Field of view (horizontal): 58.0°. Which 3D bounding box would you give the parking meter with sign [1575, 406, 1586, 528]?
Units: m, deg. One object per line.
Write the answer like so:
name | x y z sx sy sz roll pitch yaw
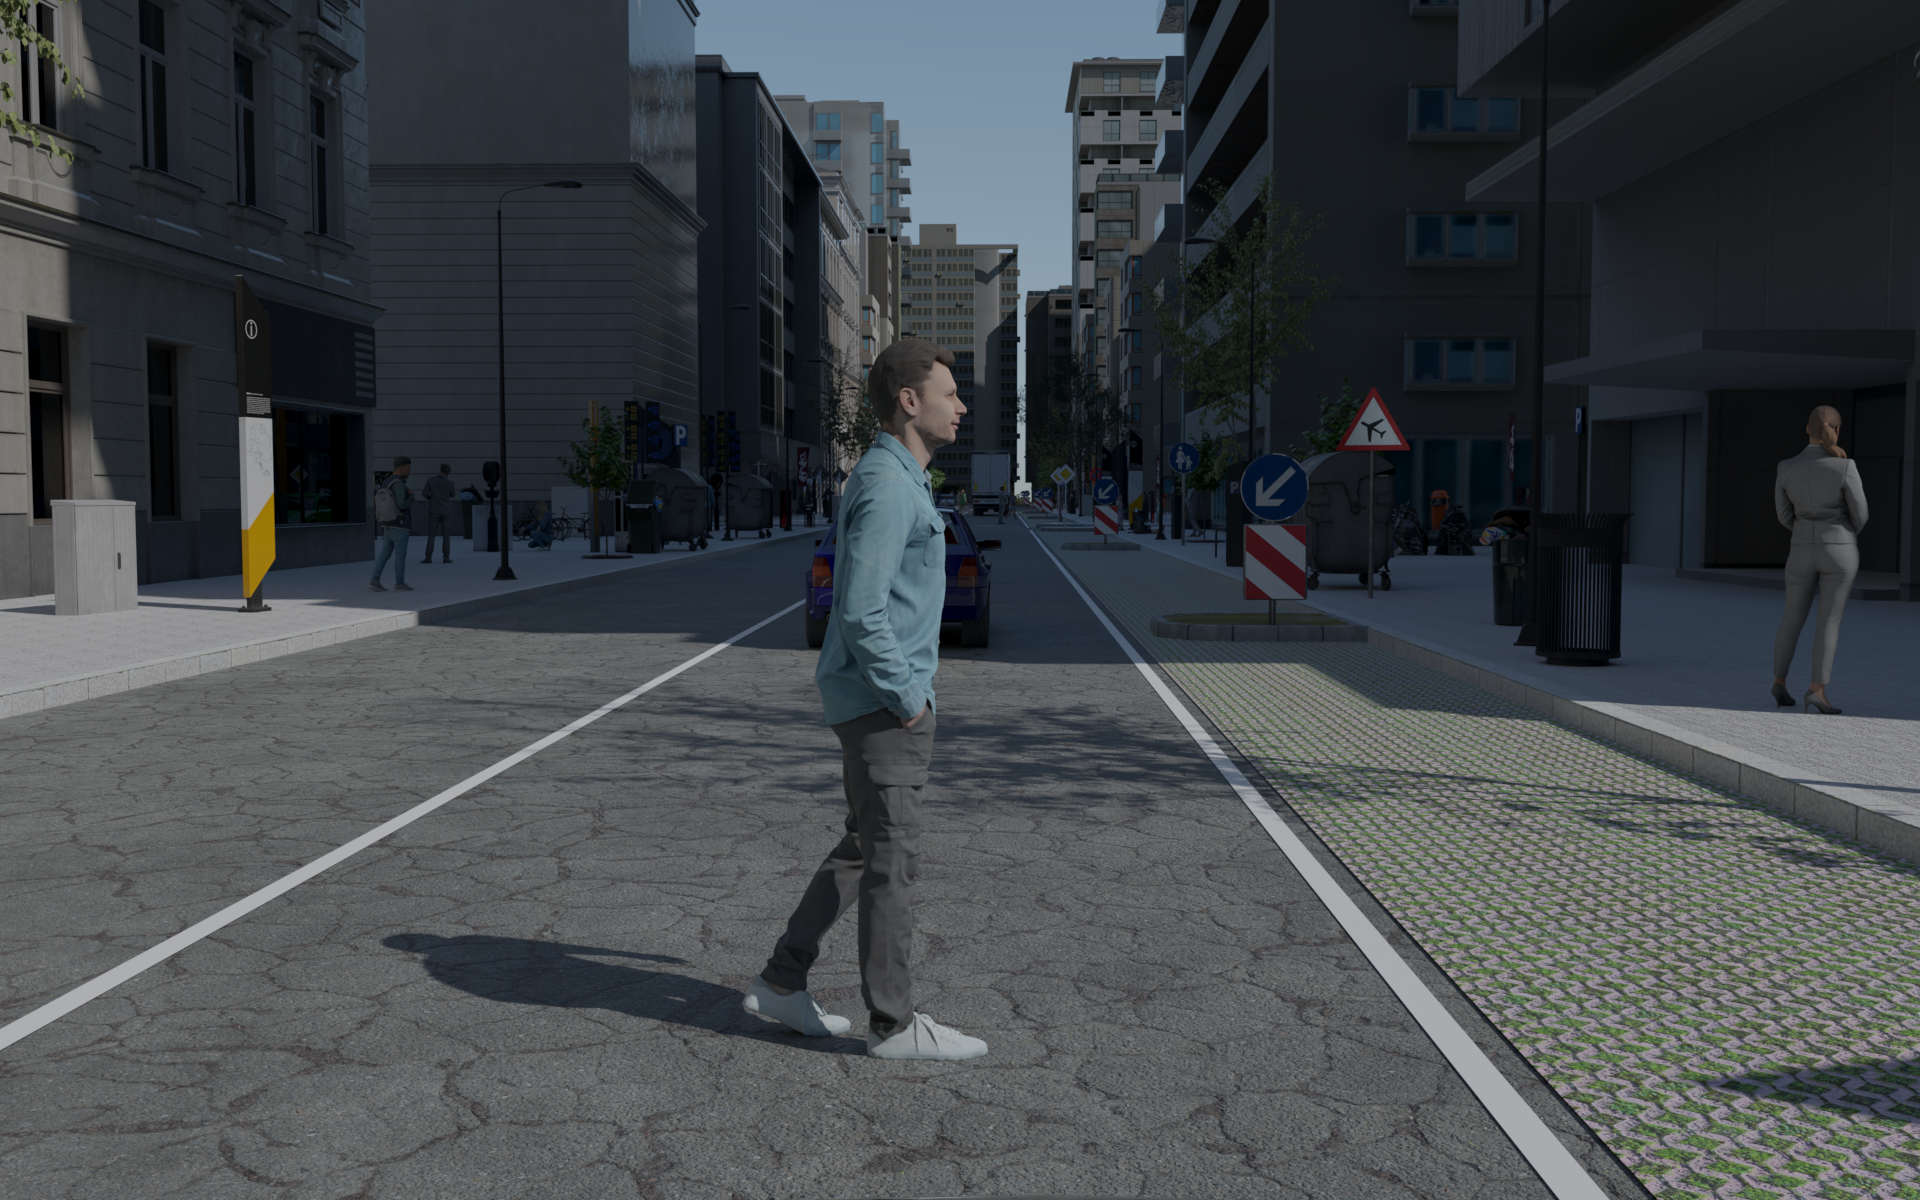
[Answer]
parking meter with sign | 13.141 -2.331 34.373 1.738 3.016 0.543 0 4 6

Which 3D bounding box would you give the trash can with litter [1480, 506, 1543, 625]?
trash can with litter | 5.491 -0.354 17.170 0.624 1.170 1.055 1 4 19

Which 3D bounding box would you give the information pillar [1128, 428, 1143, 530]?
information pillar | 6.247 -4.301 61.682 0.504 3.616 0.183 0 4 -8

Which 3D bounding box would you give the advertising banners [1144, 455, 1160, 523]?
advertising banners | 8.558 -4.944 77.019 0.090 3.025 2.074 2 4 26

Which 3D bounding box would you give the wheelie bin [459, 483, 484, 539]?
wheelie bin | -13.891 -2.531 49.287 0.693 1.594 0.980 -1 4 -16

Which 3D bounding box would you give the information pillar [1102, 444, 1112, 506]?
information pillar | 6.880 -5.498 81.254 0.504 3.616 0.183 2 4 26

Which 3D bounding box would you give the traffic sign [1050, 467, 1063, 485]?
traffic sign | 4.274 -4.430 74.624 0.795 2.593 0.064 0 4 1

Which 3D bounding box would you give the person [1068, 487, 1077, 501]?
person | 8.635 -7.732 132.739 0.678 1.792 0.850 1 4 8

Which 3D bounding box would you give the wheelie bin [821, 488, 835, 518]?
wheelie bin | -7.101 -5.248 93.718 0.693 1.594 0.980 -1 4 -19

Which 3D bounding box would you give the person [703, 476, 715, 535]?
person | -7.712 -2.818 51.980 0.638 1.841 0.748 0 4 3

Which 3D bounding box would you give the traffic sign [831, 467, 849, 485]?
traffic sign | -5.217 -4.445 74.866 0.795 2.593 0.064 0 4 1

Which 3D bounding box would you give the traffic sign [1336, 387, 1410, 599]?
traffic sign | 5.047 -1.297 21.214 0.884 2.594 0.081 1 4 10

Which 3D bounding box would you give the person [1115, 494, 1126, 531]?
person | 5.612 -3.072 60.546 0.394 1.301 0.425 1 4 12

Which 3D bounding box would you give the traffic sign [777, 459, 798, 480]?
traffic sign | -6.235 -3.817 62.514 0.768 2.556 0.104 0 4 2

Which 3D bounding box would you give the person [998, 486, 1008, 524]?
person | 2.068 -4.528 82.716 0.466 1.800 0.511 -2 4 -31

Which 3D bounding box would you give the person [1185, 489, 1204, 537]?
person | 6.961 -2.799 51.920 0.853 1.813 0.709 2 4 28

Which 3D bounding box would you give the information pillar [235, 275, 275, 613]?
information pillar | -7.671 -1.682 18.856 0.183 3.616 0.504 1 4 12

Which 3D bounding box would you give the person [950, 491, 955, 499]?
person | -0.843 -11.889 202.759 0.709 1.838 0.599 -3 4 -37

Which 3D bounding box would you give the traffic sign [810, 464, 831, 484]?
traffic sign | -5.404 -3.957 66.883 0.795 2.593 0.064 0 4 1

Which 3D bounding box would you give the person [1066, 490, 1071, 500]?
person | 9.080 -8.368 142.847 0.794 1.824 0.713 -1 4 -19

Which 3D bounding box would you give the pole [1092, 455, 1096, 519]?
pole | 6.983 -5.890 90.152 0.158 3.312 0.155 0 3 0

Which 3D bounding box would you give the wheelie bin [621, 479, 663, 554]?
wheelie bin | -6.842 -1.805 37.428 0.980 1.594 0.693 1 4 10

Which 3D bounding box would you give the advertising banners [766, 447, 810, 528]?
advertising banners | -6.528 -4.179 64.512 2.074 3.025 0.090 1 4 19

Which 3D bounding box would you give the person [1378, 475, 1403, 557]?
person | 8.629 -1.724 34.898 0.598 1.740 0.731 0 4 -5

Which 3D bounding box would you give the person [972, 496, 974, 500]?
person | 1.456 -10.401 178.694 0.705 1.807 1.348 0 4 -8

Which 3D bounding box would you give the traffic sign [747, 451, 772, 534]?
traffic sign | -5.936 -3.132 51.309 0.768 2.556 0.104 1 4 9

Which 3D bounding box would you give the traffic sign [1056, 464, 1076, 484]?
traffic sign | 4.088 -3.942 66.641 0.795 2.593 0.064 0 4 1

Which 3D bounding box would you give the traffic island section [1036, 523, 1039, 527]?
traffic island section | 4.298 -3.206 74.706 2.009 0.180 2.903 0 4 1

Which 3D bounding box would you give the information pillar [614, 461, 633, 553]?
information pillar | -7.396 -2.054 38.083 0.304 2.012 0.304 -3 5 -44

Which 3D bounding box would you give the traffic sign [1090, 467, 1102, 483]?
traffic sign | 6.568 -5.043 82.558 0.768 2.556 0.104 1 4 8

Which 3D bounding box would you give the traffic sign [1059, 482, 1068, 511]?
traffic sign | 7.782 -8.009 131.054 0.768 2.556 0.104 0 4 7

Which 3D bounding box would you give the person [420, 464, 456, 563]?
person | -9.702 -1.610 32.177 0.655 1.846 0.447 -1 4 -22

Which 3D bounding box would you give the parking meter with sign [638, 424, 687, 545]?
parking meter with sign | -7.740 -2.905 43.763 1.738 3.016 0.543 2 4 29

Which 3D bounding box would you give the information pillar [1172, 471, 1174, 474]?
information pillar | 13.647 -7.268 110.183 0.183 3.616 0.504 -2 4 -33

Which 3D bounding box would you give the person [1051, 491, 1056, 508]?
person | 8.737 -9.552 162.745 0.617 1.759 0.750 -2 4 -24

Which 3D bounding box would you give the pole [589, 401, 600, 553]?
pole | -8.025 -2.701 38.007 0.158 3.312 0.155 0 3 0

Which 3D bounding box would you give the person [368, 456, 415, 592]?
person | -7.394 -0.998 22.713 0.623 1.781 0.721 2 4 34

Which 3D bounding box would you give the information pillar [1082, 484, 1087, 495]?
information pillar | 8.998 -7.417 125.766 0.304 2.012 0.304 -1 4 -20

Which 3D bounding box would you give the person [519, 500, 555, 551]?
person | -9.480 -1.678 38.984 0.738 1.151 1.012 -2 4 -24

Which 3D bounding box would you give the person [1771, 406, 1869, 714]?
person | 5.060 -0.236 10.178 0.520 1.790 0.573 2 4 34

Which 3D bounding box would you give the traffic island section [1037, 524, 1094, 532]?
traffic island section | 4.111 -2.718 66.723 2.009 0.180 2.903 0 4 1

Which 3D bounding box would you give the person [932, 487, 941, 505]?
person | -1.367 -5.110 92.236 0.721 1.800 0.419 0 4 -1

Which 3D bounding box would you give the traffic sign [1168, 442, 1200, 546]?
traffic sign | 5.534 -2.615 42.860 0.768 2.556 0.104 0 4 3

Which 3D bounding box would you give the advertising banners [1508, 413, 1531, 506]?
advertising banners | 11.896 -2.481 36.759 0.090 3.025 2.074 0 4 4

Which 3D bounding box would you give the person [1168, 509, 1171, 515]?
person | 13.211 -6.144 106.585 0.778 1.811 0.616 -2 4 -32

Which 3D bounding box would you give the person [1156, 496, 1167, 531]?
person | 6.865 -2.937 59.080 0.382 1.210 0.505 1 4 9
